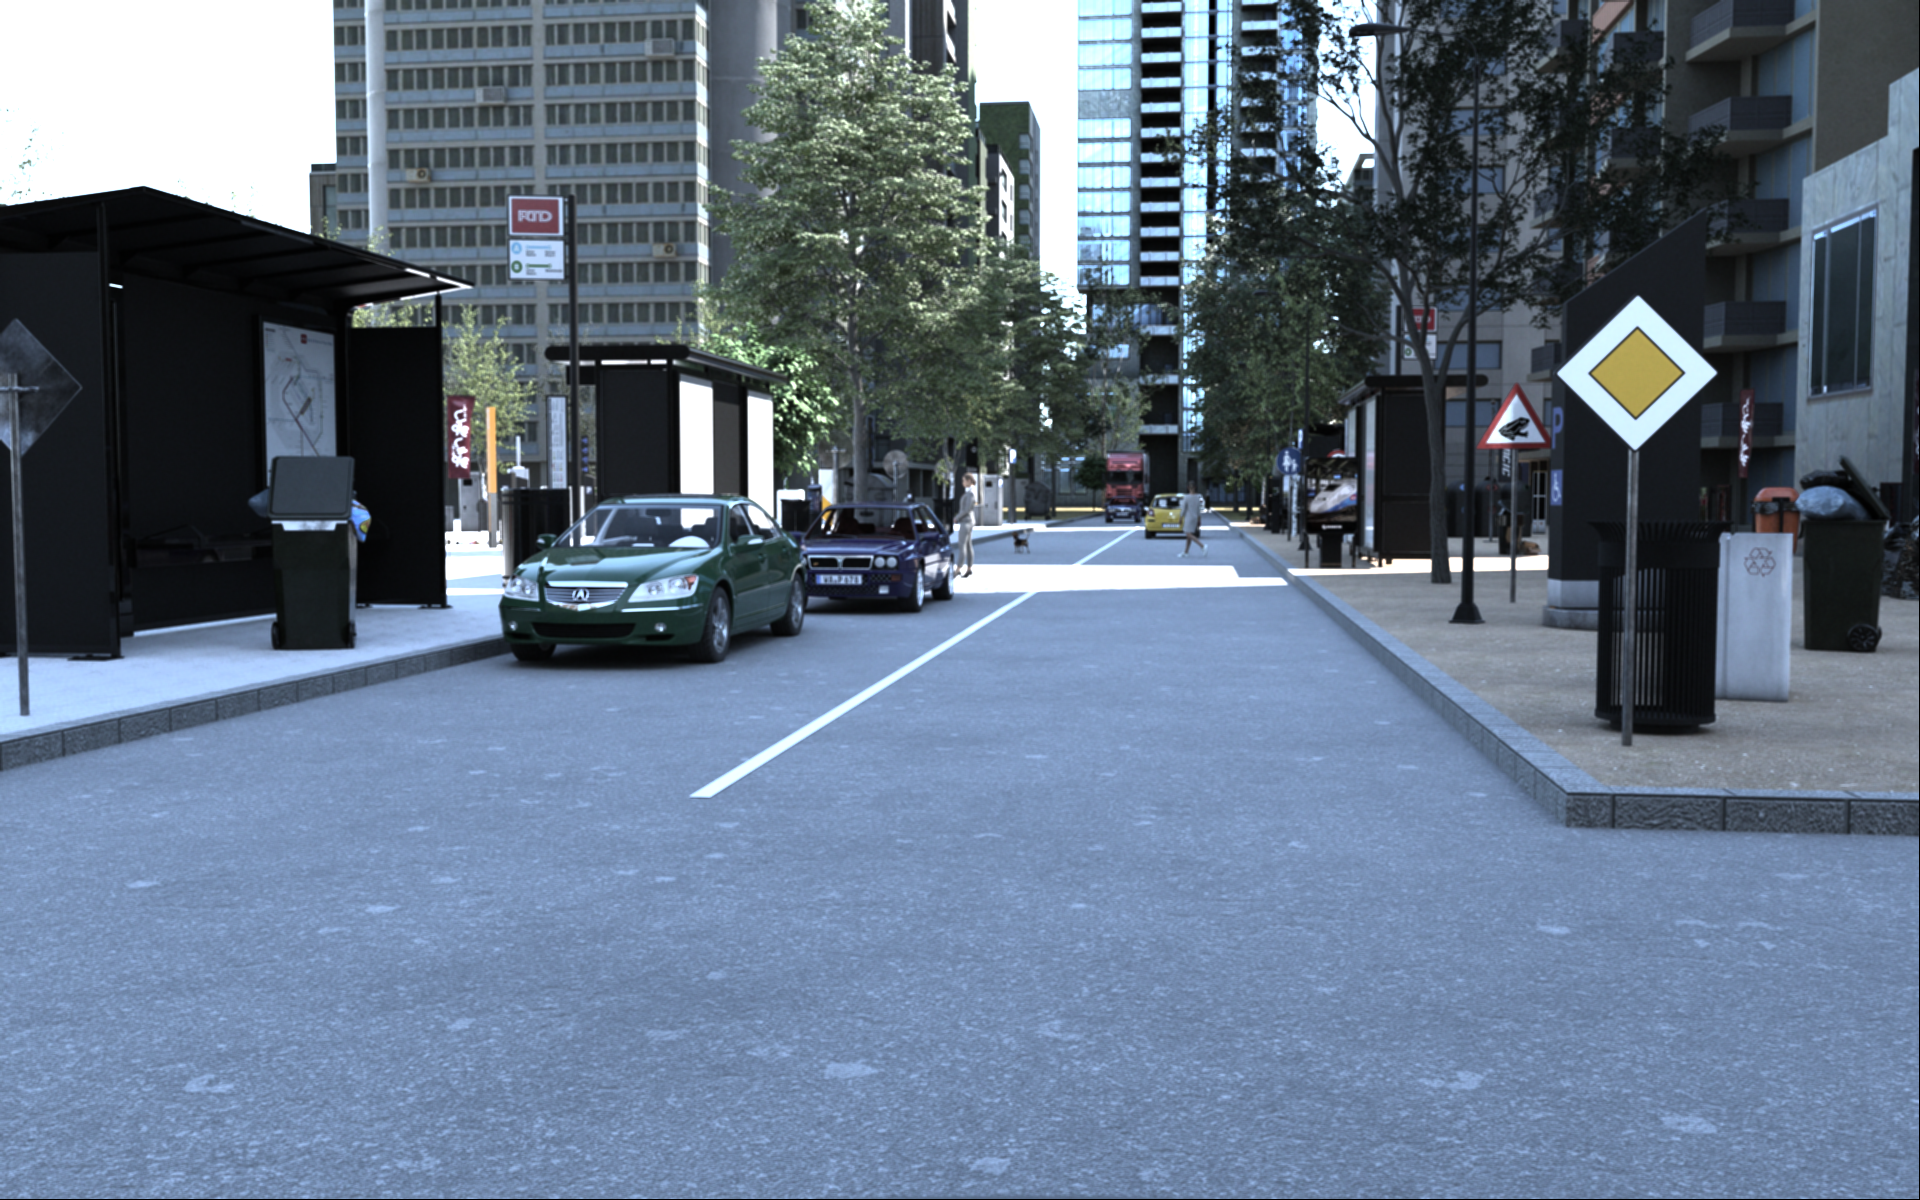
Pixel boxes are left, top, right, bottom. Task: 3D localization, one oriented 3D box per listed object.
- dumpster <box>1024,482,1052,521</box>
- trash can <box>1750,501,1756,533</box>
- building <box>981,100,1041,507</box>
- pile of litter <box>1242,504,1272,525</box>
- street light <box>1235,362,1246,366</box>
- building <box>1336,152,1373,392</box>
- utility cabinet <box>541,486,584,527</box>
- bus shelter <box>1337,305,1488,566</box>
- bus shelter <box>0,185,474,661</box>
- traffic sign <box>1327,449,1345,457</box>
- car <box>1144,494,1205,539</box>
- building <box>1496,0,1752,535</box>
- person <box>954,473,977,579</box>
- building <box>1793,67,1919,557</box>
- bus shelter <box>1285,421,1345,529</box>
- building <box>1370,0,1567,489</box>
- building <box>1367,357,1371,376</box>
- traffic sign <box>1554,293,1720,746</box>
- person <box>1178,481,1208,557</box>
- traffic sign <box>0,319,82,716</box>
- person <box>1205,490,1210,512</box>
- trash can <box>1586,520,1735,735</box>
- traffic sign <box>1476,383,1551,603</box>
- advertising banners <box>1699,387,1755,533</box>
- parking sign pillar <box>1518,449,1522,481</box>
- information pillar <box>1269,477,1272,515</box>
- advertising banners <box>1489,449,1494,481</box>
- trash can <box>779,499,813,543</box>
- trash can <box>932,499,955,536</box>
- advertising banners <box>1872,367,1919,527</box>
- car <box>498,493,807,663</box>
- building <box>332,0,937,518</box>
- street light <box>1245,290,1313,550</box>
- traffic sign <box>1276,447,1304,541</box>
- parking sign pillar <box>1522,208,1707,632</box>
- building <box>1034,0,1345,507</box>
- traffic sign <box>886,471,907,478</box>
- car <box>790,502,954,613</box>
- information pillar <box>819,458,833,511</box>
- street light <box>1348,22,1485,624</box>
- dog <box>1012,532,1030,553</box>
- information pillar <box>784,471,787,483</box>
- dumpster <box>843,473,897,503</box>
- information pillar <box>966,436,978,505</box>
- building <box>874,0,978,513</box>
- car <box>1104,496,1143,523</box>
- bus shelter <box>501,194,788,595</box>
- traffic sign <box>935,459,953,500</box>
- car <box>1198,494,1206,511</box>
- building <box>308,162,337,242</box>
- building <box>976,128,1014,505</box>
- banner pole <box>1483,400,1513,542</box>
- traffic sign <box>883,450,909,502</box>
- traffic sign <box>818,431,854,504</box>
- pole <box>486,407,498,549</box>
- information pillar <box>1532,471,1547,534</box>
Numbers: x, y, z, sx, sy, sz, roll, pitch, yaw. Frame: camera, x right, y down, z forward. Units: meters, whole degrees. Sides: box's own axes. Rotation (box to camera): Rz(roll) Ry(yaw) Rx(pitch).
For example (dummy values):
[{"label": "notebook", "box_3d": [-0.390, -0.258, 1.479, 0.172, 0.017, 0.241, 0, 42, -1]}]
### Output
[{"label": "dumpster", "box_3d": [3.767, -4.788, 84.046, 1.264, 1.857, 1.865, 0, 4, 8]}, {"label": "trash can", "box_3d": [17.464, -1.578, 37.462, 0.748, 1.137, 0.748, 0, 3, 0]}, {"label": "building", "box_3d": [1.173, -30.622, 184.263, 14.086, 41.232, 14.154, 0, 4, 8]}, {"label": "pile of litter", "box_3d": [12.704, -3.609, 72.978, 1.719, 0.858, 1.176, 0, 4, 7]}, {"label": "street light", "box_3d": [10.345, -5.420, 61.164, 1.470, 5.913, 1.316, 0, 4, 8]}, {"label": "building", "box_3d": [53.326, -30.232, 186.174, 23.993, 40.220, 32.217, 0, 4, 8]}, {"label": "utility cabinet", "box_3d": [-11.334, -2.490, 49.387, 1.173, 1.500, 0.318, -2, 4, -26]}, {"label": "bus shelter", "box_3d": [8.769, -3.488, 34.654, 2.179, 5.291, 8.768, 0, 4, 8]}, {"label": "bus shelter", "box_3d": [-6.646, -1.536, 16.402, 1.731, 3.624, 6.357, 0, 4, 8]}, {"label": "traffic sign", "box_3d": [10.829, -3.027, 49.601, 0.768, 2.556, 0.104, 1, 4, 15]}, {"label": "car", "box_3d": [6.987, -2.841, 56.682, 2.015, 1.641, 3.980, 1, 4, 9]}, {"label": "building", "box_3d": [32.642, -24.823, 60.478, 22.147, 44.769, 28.867, 0, 4, 8]}, {"label": "person", "box_3d": [0.019, -1.267, 29.491, 0.573, 1.790, 0.520, -1, 4, -14]}, {"label": "building", "box_3d": [29.727, -43.334, 21.177, 31.000, 86.520, 22.319, 0, 4, 8]}, {"label": "bus shelter", "box_3d": [11.981, -4.111, 58.496, 1.731, 3.624, 6.357, 0, 4, 8]}, {"label": "building", "box_3d": [35.207, -34.238, 101.783, 21.231, 58.520, 28.212, 0, 4, 8]}, {"label": "building", "box_3d": [40.558, -50.017, 130.453, 22.319, 86.520, 31.000, 0, 4, 8]}, {"label": "traffic sign", "box_3d": [3.398, -0.314, 8.770, 0.795, 2.450, 0.064, 0, 4, 8]}, {"label": "person", "box_3d": [5.286, -1.834, 39.236, 0.760, 1.731, 0.466, 2, 4, 29]}, {"label": "traffic sign", "box_3d": [-5.415, -0.387, 9.969, 0.795, 2.450, 0.064, 0, 4, 8]}, {"label": "person", "box_3d": [19.249, -7.703, 135.178, 0.721, 1.736, 1.217, 1, 4, 11]}, {"label": "trash can", "box_3d": [3.789, 0.137, 9.420, 0.748, 1.137, 0.748, 0, 3, 0]}, {"label": "traffic sign", "box_3d": [6.536, -1.248, 20.415, 0.884, 2.594, 0.081, 1, 4, 14]}, {"label": "advertising banners", "box_3d": [13.021, -2.038, 29.515, 0.090, 3.025, 2.074, 0, 4, 0]}, {"label": "parking sign pillar", "box_3d": [26.143, -5.535, 78.976, 1.447, 3.967, 1.447, 0, 4, 4]}, {"label": "information pillar", "box_3d": [13.454, -4.310, 74.961, 0.304, 2.012, 0.304, 0, 4, 0]}, {"label": "advertising banners", "box_3d": [16.800, -3.630, 55.540, 0.090, 3.025, 2.074, 3, 4, 36]}, {"label": "trash can", "box_3d": [-3.800, -1.753, 40.309, 0.748, 1.137, 0.748, 0, 3, 0]}, {"label": "trash can", "box_3d": [-0.505, -2.568, 53.648, 0.748, 1.137, 0.748, 0, 3, 0]}, {"label": "advertising banners", "box_3d": [12.740, -1.684, 23.714, 2.074, 3.025, 0.090, -2, 4, -31]}, {"label": "car", "box_3d": [-2.720, -0.274, 16.286, 2.131, 1.459, 4.920, 0, 4, 8]}, {"label": "building", "box_3d": [-18.059, -24.907, 99.105, 32.217, 40.220, 23.993, 0, 4, 8]}, {"label": "street light", "box_3d": [7.368, -4.099, 39.555, 1.470, 5.913, 1.316, 0, 4, 8]}, {"label": "traffic sign", "box_3d": [8.987, -2.881, 47.204, 0.768, 2.556, 0.104, 0, 4, 8]}, {"label": "parking sign pillar", "box_3d": [6.391, -1.723, 16.640, 1.447, 3.967, 1.447, 0, 4, 1]}, {"label": "building", "box_3d": [24.396, -53.229, 182.971, 31.000, 86.520, 22.319, 0, 4, 8]}, {"label": "traffic sign", "box_3d": [-2.073, -3.421, 56.033, 0.768, 2.556, 0.104, 1, 4, 11]}, {"label": "car", "box_3d": [-1.142, -0.593, 22.272, 1.945, 1.354, 3.894, 1, 4, 8]}, {"label": "information pillar", "box_3d": [-4.525, -4.112, 58.579, 0.504, 3.616, 0.183, -2, 4, -33]}, {"label": "street light", "box_3d": [4.520, -2.730, 17.171, 1.470, 5.913, 1.316, 0, 4, 8]}, {"label": "dog", "box_3d": [1.473, -1.394, 42.077, 0.540, 0.507, 0.406, 1, 4, 16]}, {"label": "information pillar", "box_3d": [-8.495, -5.686, 84.321, 0.183, 3.616, 0.504, -1, 4, -13]}, {"label": "dumpster", "box_3d": [-2.538, -2.615, 48.509, 1.264, 1.857, 1.865, 0, 4, 8]}, {"label": "information pillar", "box_3d": [0.485, -4.796, 69.766, 0.504, 3.616, 0.183, -1, 4, -8]}, {"label": "building", "box_3d": [-6.621, -26.507, 116.978, 14.154, 41.232, 14.086, 0, 4, 8]}, {"label": "car", "box_3d": [8.262, -4.576, 87.400, 1.945, 1.354, 3.894, 0, 4, 8]}, {"label": "bus shelter", "box_3d": [-4.632, -2.948, 25.833, 2.179, 5.291, 8.768, 0, 4, 8]}, {"label": "traffic sign", "box_3d": [-0.555, -3.841, 62.904, 0.768, 2.556, 0.104, 1, 4, 13]}, {"label": "car", "box_3d": [19.799, -8.223, 146.452, 2.014, 1.417, 4.499, 0, 4, 8]}, {"label": "building", "box_3d": [-47.332, -23.312, 152.852, 14.107, 30.474, 14.160, 0, 4, 8]}, {"label": "building", "box_3d": [-2.735, -22.939, 146.759, 14.107, 30.474, 14.160, 0, 4, 8]}, {"label": "banner pole", "box_3d": [14.388, -3.430, 46.100, 0.863, 3.779, 0.401, 0, 4, -3]}, {"label": "traffic sign", "box_3d": [-1.861, -3.051, 49.986, 0.768, 2.556, 0.104, 1, 4, 15]}, {"label": "traffic sign", "box_3d": [-2.501, -2.120, 34.766, 0.768, 2.556, 0.104, 1, 4, 13]}, {"label": "pole", "box_3d": [-10.986, -2.862, 40.640, 0.158, 3.312, 0.155, 0, 3, 0]}, {"label": "information pillar", "box_3d": [18.631, -3.131, 55.688, 0.304, 2.012, 0.304, -1, 4, -13]}]
